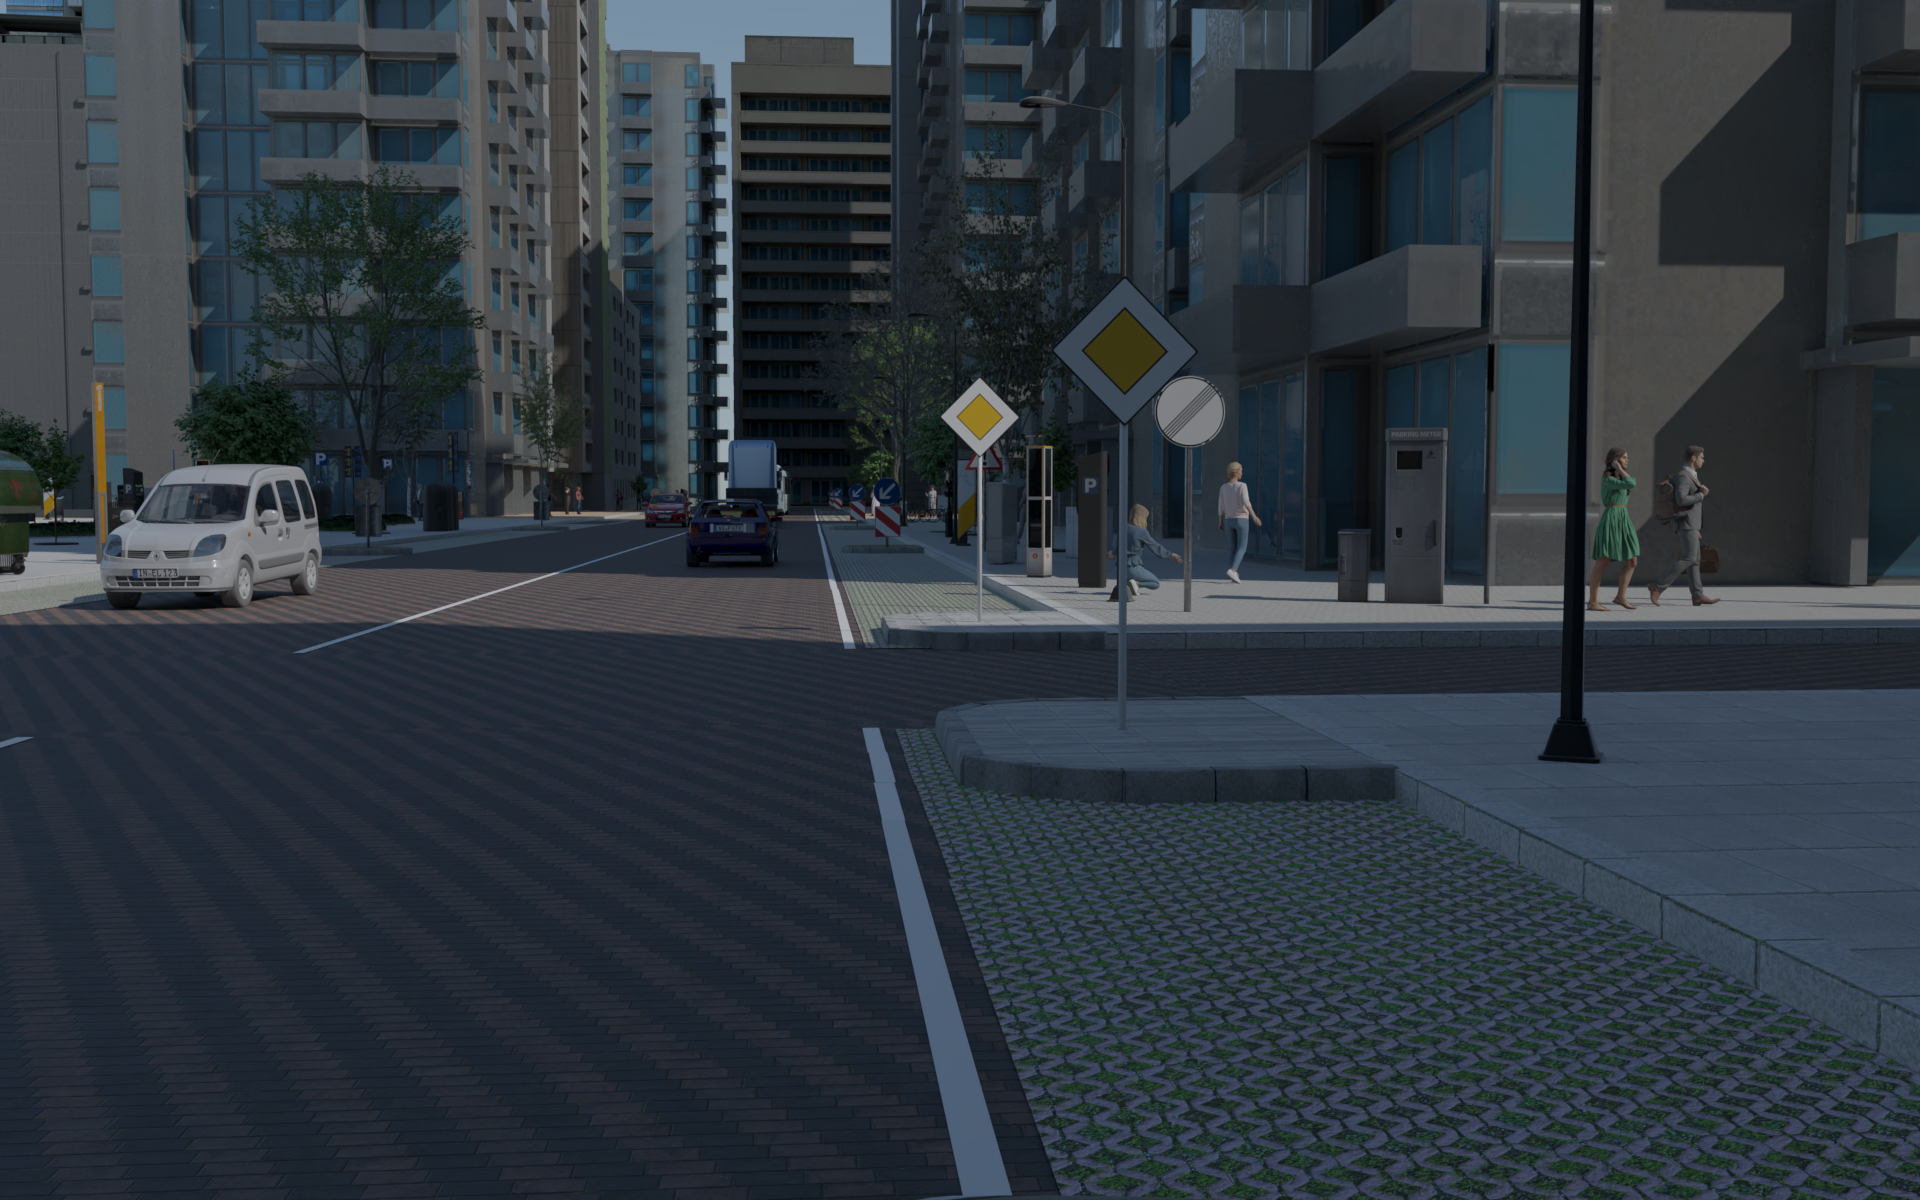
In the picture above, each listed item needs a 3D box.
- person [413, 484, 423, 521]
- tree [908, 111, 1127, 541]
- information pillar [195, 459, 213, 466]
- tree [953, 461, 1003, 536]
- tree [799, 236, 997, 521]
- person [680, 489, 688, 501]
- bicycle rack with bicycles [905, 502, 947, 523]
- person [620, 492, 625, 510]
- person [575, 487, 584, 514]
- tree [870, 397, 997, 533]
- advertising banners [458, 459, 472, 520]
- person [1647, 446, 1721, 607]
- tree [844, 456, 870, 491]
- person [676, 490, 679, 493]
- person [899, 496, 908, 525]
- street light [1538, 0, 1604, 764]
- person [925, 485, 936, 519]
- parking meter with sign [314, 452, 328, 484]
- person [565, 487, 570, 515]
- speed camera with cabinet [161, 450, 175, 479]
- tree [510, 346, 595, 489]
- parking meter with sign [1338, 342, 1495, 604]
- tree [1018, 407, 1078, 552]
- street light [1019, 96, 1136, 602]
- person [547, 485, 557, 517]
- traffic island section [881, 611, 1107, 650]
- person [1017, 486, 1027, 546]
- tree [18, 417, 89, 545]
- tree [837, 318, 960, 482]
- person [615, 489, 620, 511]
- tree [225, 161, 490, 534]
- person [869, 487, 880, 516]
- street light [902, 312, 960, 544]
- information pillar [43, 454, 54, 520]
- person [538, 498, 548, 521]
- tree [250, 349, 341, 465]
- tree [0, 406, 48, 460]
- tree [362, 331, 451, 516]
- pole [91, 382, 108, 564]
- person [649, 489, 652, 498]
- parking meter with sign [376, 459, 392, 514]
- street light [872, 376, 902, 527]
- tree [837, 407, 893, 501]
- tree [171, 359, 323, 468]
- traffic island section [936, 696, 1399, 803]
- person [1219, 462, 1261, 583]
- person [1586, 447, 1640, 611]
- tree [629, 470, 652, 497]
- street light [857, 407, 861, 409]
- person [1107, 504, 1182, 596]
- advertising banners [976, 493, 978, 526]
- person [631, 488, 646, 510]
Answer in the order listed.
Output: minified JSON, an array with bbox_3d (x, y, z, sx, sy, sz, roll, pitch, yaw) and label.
[{"bbox_3d":[-25.650,-4.637,82.249,0.661,1.777,0.834,1,4,13],"label":"person"},{"bbox_3d":[1.148,-5.135,34.317,4.360,8.622,3.978,0,3,0],"label":"tree"},{"bbox_3d":[-15.903,-1.958,36.500,0.304,2.012,0.304,-1,4,-12],"label":"information pillar"},{"bbox_3d":[0.595,-3.618,53.760,1.663,3.219,1.824,0,3,0],"label":"tree"},{"bbox_3d":[-2.684,-10.541,82.721,12.009,13.543,11.850,0,3,0],"label":"tree"},{"bbox_3d":[-20.448,-7.265,127.249,0.705,1.831,1.348,3,5,40],"label":"person"},{"bbox_3d":[-1.754,-3.951,77.986,2.925,0.926,2.852,0,4,-2],"label":"bicycle rack with bicycles"},{"bbox_3d":[-27.435,-8.038,140.683,0.599,1.433,0.991,1,4,14],"label":"person"},{"bbox_3d":[-24.024,-6.281,109.456,0.721,1.743,1.217,0,4,4],"label":"person"},{"bbox_3d":[-0.370,-4.552,58.133,4.285,4.588,4.351,0,3,0],"label":"tree"},{"bbox_3d":[-25.163,-5.558,87.053,0.090,3.025,2.074,2,4,24],"label":"advertising banners"},{"bbox_3d":[8.294,-0.845,19.823,0.822,1.834,0.622,1,4,13],"label":"person"},{"bbox_3d":[-5.044,-7.900,112.878,4.285,4.588,4.351,0,3,0],"label":"tree"},{"bbox_3d":[-22.508,-7.849,137.276,0.568,1.767,0.683,1,4,13],"label":"person"},{"bbox_3d":[-2.298,-3.570,69.420,0.505,1.210,0.382,1,4,19],"label":"person"},{"bbox_3d":[2.425,-2.180,8.186,1.470,5.913,1.316,0,4,-5],"label":"street light"},{"bbox_3d":[-1.519,-5.154,90.882,0.480,1.755,0.524,2,4,26],"label":"person"},{"bbox_3d":[-27.029,-4.705,73.195,0.543,3.016,1.738,-1,4,-22],"label":"parking meter with sign"},{"bbox_3d":[-24.438,-6.201,108.227,0.445,1.727,0.742,-3,5,-41],"label":"person"},{"bbox_3d":[-35.535,-5.134,78.283,0.660,3.252,2.038,-1,4,-10],"label":"speed camera with cabinet"},{"bbox_3d":[-20.389,-8.269,85.561,4.737,8.622,4.395,0,3,0],"label":"tree"},{"bbox_3d":[5.349,-1.473,20.347,1.738,3.016,0.543,1,4,17],"label":"parking meter with sign"},{"bbox_3d":[2.182,-2.688,38.549,1.663,3.219,1.824,0,3,0],"label":"tree"},{"bbox_3d":[1.386,-2.931,20.460,1.470,5.913,1.316,0,4,-5],"label":"street light"},{"bbox_3d":[-23.446,-5.669,98.744,1.348,1.822,0.705,3,5,41],"label":"person"},{"bbox_3d":[0.240,0.299,17.384,2.009,0.180,2.903,0,4,-5],"label":"traffic island section"},{"bbox_3d":[1.571,-2.220,42.612,0.573,1.790,0.520,1,4,15],"label":"person"},{"bbox_3d":[-22.745,-3.000,43.652,1.663,3.219,1.824,0,3,0],"label":"tree"},{"bbox_3d":[-3.716,-10.744,101.416,9.928,11.665,9.643,0,3,0],"label":"tree"},{"bbox_3d":[-25.859,-7.529,130.609,0.593,1.643,0.415,2,4,24],"label":"person"},{"bbox_3d":[-18.969,-7.919,55.238,9.928,11.665,9.643,0,3,0],"label":"tree"},{"bbox_3d":[-4.938,-5.758,100.862,0.621,1.740,0.551,2,4,24],"label":"person"},{"bbox_3d":[-0.656,-4.393,44.375,1.470,5.913,1.316,0,4,-5],"label":"street light"},{"bbox_3d":[-45.539,-5.818,86.473,0.504,3.616,0.183,0,4,5],"label":"information pillar"},{"bbox_3d":[-20.001,-4.555,83.118,0.503,1.515,0.523,0,4,-8],"label":"person"},{"bbox_3d":[-33.977,-8.424,88.101,4.360,8.622,3.978,0,3,0],"label":"tree"},{"bbox_3d":[-35.671,-4.951,64.667,4.285,4.588,4.351,0,3,0],"label":"tree"},{"bbox_3d":[-25.066,-7.837,78.498,4.360,8.622,3.978,0,3,0],"label":"tree"},{"bbox_3d":[-15.779,-2.320,31.776,0.158,3.312,0.155,0,3,0],"label":"pole"},{"bbox_3d":[-25.210,-8.292,142.334,0.721,1.735,1.217,-3,5,-42],"label":"person"},{"bbox_3d":[-28.974,-5.499,86.174,1.738,3.016,0.543,3,4,39],"label":"parking meter with sign"},{"bbox_3d":[-2.753,-5.854,68.262,1.470,5.913,1.316,0,4,-5],"label":"street light"},{"bbox_3d":[-7.605,-11.273,134.678,4.360,8.622,3.978,0,3,0],"label":"tree"},{"bbox_3d":[-17.512,-3.602,42.610,4.285,4.588,4.351,0,3,0],"label":"tree"},{"bbox_3d":[0.926,0.786,9.429,2.009,0.180,2.903,0,4,-5],"label":"traffic island section"},{"bbox_3d":[3.993,-1.114,24.935,0.731,1.740,0.598,2,4,31],"label":"person"},{"bbox_3d":[7.163,-0.776,18.978,0.529,1.795,0.600,2,4,28],"label":"person"},{"bbox_3d":[-25.587,-8.767,137.935,1.663,3.219,1.824,0,3,0],"label":"tree"},{"bbox_3d":[-4.762,-7.323,92.265,1.470,5.913,1.316,0,4,-5],"label":"street light"},{"bbox_3d":[2.225,-0.651,22.183,1.012,1.151,0.738,3,5,43],"label":"person"},{"bbox_3d":[0.632,-4.437,68.732,0.090,3.025,2.074,-1,4,-18],"label":"advertising banners"},{"bbox_3d":[-25.124,-7.875,135.512,1.217,1.735,0.721,0,4,-6],"label":"person"}]
